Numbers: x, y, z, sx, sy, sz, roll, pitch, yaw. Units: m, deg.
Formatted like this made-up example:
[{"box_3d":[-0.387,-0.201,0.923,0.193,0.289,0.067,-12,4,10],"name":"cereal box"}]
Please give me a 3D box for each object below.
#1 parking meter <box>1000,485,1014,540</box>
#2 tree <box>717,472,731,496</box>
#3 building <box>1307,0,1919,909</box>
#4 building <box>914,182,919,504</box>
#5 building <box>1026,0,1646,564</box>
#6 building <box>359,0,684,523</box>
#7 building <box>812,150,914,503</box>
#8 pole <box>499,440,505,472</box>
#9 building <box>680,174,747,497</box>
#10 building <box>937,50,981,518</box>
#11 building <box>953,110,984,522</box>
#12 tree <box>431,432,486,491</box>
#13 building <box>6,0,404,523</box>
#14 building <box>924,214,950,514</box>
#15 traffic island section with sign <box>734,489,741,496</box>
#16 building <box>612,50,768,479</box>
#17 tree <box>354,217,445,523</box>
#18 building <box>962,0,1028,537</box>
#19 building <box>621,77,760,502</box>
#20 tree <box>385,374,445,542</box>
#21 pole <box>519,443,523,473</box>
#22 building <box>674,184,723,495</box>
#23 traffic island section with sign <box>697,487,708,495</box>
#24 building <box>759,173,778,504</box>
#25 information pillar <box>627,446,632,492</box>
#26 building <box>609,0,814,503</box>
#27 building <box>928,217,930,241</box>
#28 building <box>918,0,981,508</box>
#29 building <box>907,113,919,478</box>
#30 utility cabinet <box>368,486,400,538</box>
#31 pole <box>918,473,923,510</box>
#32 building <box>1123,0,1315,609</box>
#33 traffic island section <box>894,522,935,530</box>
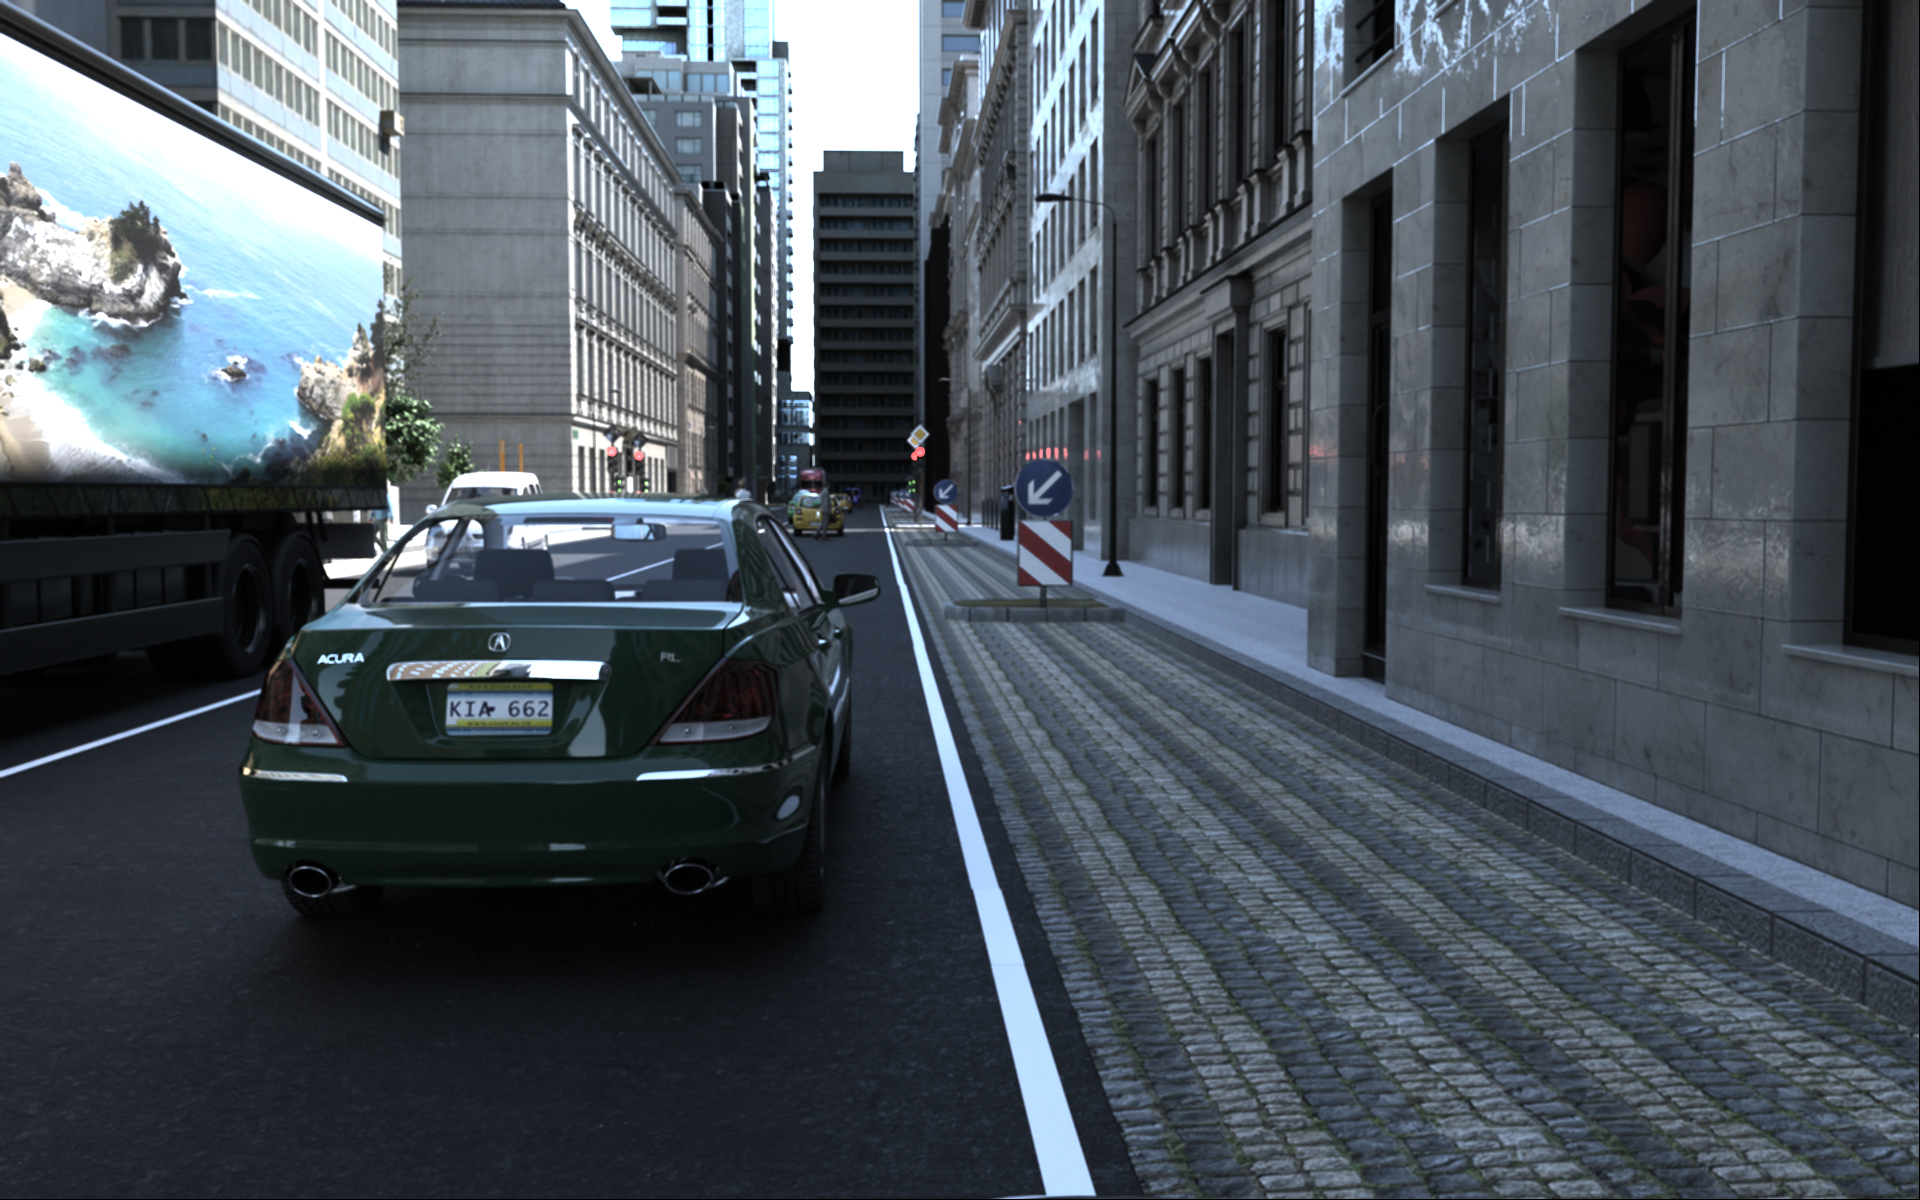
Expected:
[{"box_3d":[1.313,-2.433,48.183,0.372,1.533,0.369,0,3,0],"name":"parking meter"},{"box_3d":[-20.913,-9.530,150.419,1.663,3.219,1.824,0,3,0],"name":"tree"},{"box_3d":[8.173,-9.138,4.164,10.420,20.320,16.860,0,4,-3],"name":"building"},{"box_3d":[1.091,-32.935,222.089,14.154,41.232,14.086,0,4,-3],"name":"building"},{"box_3d":[7.506,-11.418,41.443,10.420,20.320,16.860,0,4,-3],"name":"building"},{"box_3d":[-26.243,-19.652,97.728,17.030,29.872,44.131,0,4,-3],"name":"building"},{"box_3d":[-10.007,-38.105,246.717,21.600,48.544,21.300,0,4,-3],"name":"building"},{"box_3d":[-17.128,-4.344,64.872,0.158,3.312,0.155,0,3,0],"name":"pole"},{"box_3d":[-27.289,-23.682,158.904,14.160,30.474,14.107,0,4,-3],"name":"building"},{"box_3d":[5.978,-19.209,101.452,14.401,28.519,23.554,0,4,-3],"name":"building"},{"box_3d":[10.459,-15.181,84.374,21.152,22.565,11.583,0,4,-3],"name":"building"},{"box_3d":[-15.588,-3.638,54.091,1.663,3.219,1.824,0,3,0],"name":"tree"},{"box_3d":[-30.356,-22.007,51.704,23.993,40.220,32.217,0,4,-3],"name":"building"},{"box_3d":[3.892,-17.829,121.190,12.332,23.373,15.834,0,4,-3],"name":"building"},{"box_3d":[-16.467,-7.380,129.283,1.989,1.847,2.006,0,4,-3],"name":"traffic island section with sign"},{"box_3d":[-34.145,-35.157,194.418,23.786,49.044,30.456,0,4,-3],"name":"building"},{"box_3d":[-14.784,-5.624,42.317,4.360,8.622,3.978,0,3,0],"name":"tree"},{"box_3d":[6.063,-14.139,60.058,11.050,23.489,19.941,0,4,-3],"name":"building"},{"box_3d":[-27.952,-29.910,172.631,14.154,41.232,14.086,0,4,-3],"name":"building"},{"box_3d":[-15.710,-3.871,47.008,4.285,4.588,4.351,0,3,0],"name":"tree"},{"box_3d":[-17.573,-4.622,69.410,0.158,3.312,0.155,0,3,0],"name":"pole"},{"box_3d":[-25.411,-20.531,132.937,12.463,27.353,25.104,0,4,-3],"name":"building"},{"box_3d":[-15.166,-5.728,102.278,1.989,1.847,2.006,0,4,-3],"name":"traffic island section with sign"},{"box_3d":[-30.481,-32.884,221.242,14.086,41.232,14.154,0,4,-3],"name":"building"},{"box_3d":[-16.292,-5.751,85.386,0.183,3.616,0.504,1,4,11],"name":"information pillar"},{"box_3d":[-36.572,-57.000,244.613,31.000,86.520,22.319,0,4,-3],"name":"building"},{"box_3d":[4.706,-21.623,140.920,14.401,28.519,23.554,0,4,-3],"name":"building"},{"box_3d":[6.441,-38.395,169.760,21.231,58.520,28.212,0,4,-3],"name":"building"},{"box_3d":[5.900,-35.462,199.404,23.786,49.044,30.456,0,4,-3],"name":"building"},{"box_3d":[-16.499,-2.503,49.605,0.318,1.500,1.173,1,4,13],"name":"utility cabinet"},{"box_3d":[-3.042,-8.835,138.292,0.158,3.312,0.155,0,3,0],"name":"pole"},{"box_3d":[8.343,-9.715,23.460,10.561,19.102,19.286,0,4,-3],"name":"building"},{"box_3d":[-1.592,-2.923,70.074,2.009,0.180,2.903,0,4,-3],"name":"traffic island section"}]
